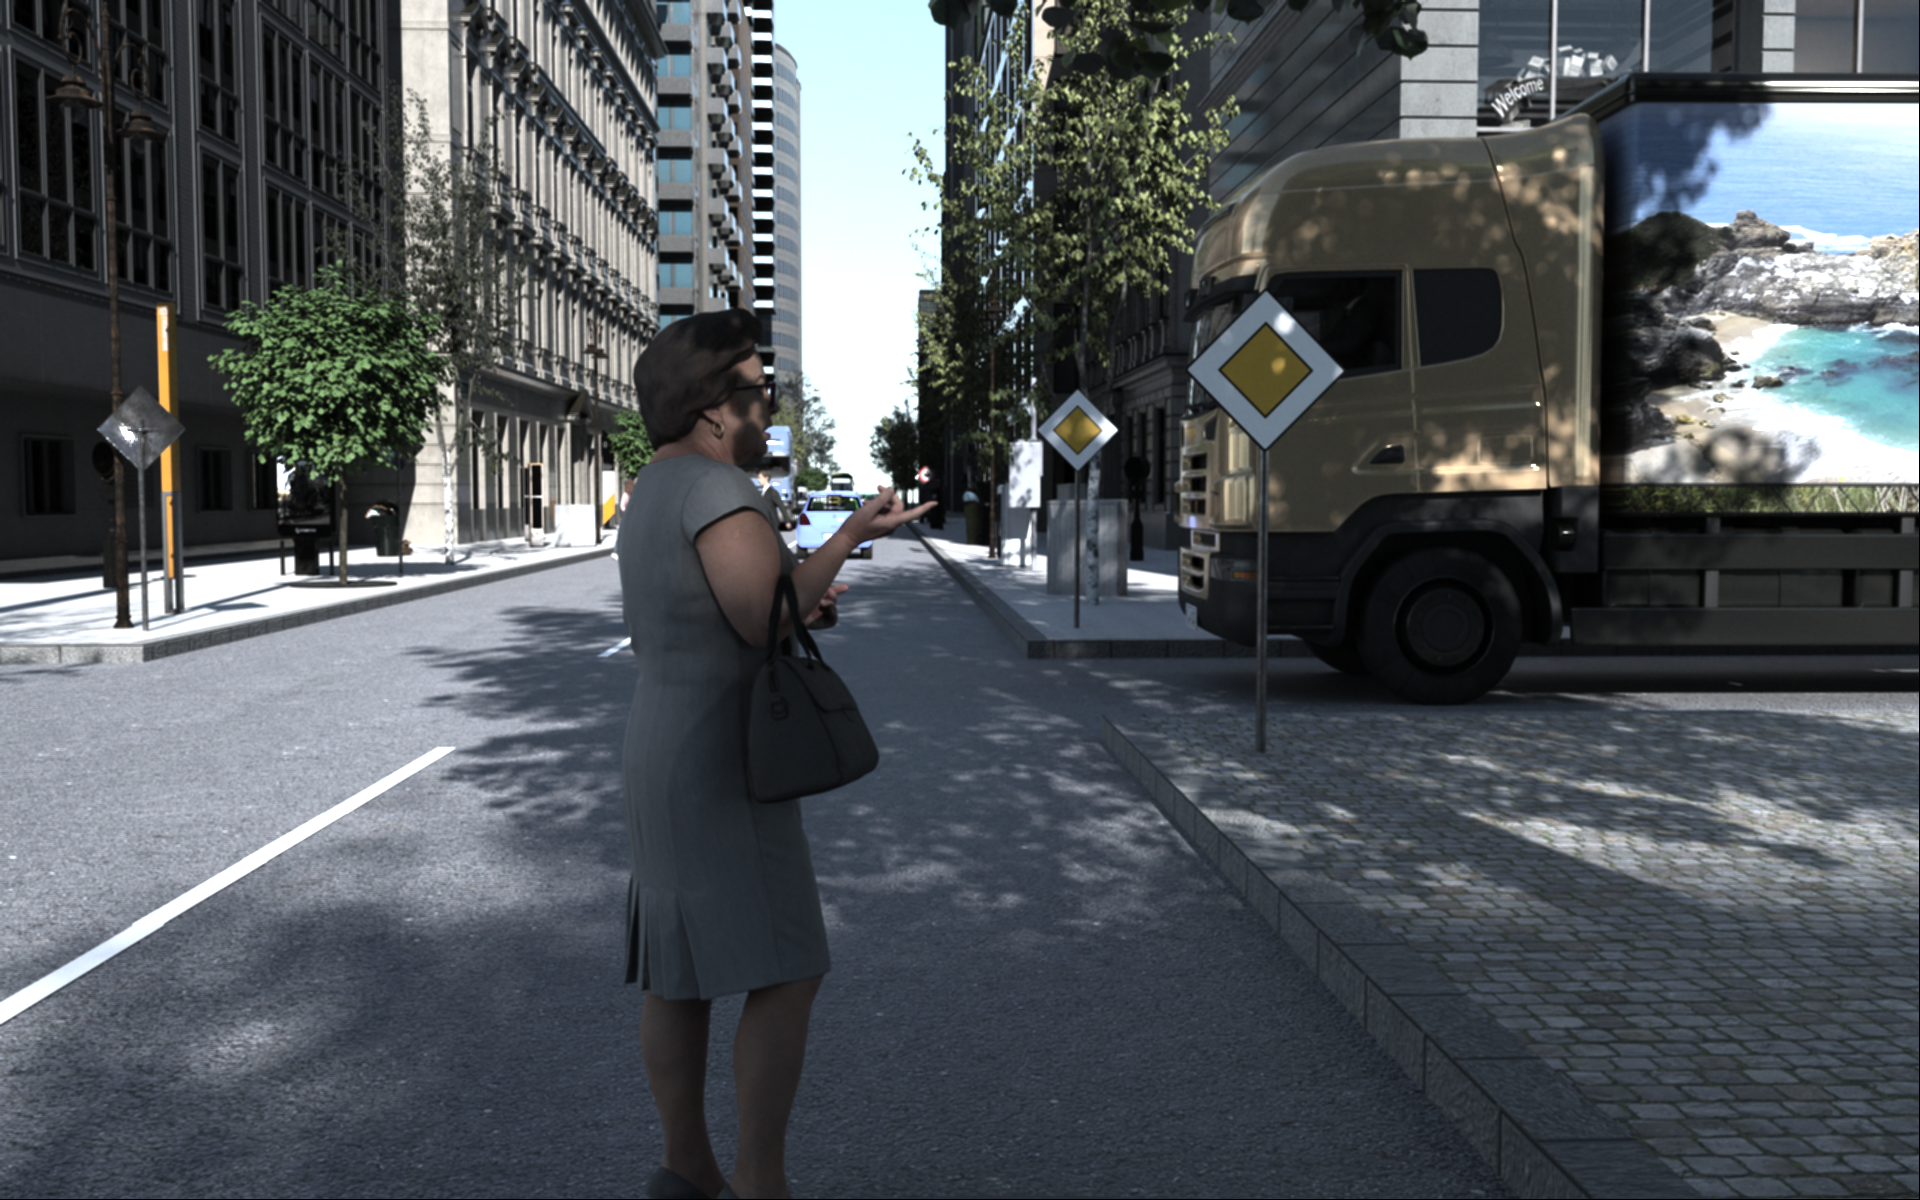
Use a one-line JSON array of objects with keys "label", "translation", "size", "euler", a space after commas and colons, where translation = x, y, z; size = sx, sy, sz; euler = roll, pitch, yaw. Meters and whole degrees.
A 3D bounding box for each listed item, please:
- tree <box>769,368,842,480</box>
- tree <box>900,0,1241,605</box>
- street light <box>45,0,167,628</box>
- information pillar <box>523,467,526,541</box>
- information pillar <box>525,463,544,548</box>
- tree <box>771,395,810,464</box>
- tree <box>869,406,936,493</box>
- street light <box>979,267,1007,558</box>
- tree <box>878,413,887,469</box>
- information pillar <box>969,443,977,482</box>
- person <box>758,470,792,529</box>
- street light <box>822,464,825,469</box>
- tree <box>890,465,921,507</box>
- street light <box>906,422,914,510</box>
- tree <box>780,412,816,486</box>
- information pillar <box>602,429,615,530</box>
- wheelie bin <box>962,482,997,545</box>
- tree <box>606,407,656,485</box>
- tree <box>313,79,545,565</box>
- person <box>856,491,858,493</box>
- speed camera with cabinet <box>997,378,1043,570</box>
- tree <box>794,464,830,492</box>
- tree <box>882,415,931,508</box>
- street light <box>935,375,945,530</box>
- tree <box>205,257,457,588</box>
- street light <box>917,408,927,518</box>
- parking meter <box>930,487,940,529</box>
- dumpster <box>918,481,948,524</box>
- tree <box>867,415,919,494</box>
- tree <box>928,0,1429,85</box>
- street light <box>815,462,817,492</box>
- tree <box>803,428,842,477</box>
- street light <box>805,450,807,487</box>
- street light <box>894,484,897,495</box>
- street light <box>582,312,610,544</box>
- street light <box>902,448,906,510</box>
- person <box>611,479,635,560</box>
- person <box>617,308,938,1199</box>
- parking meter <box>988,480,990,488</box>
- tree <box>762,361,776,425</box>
[{"label": "tree", "translation": [-16.101, -15.721, 167.414], "size": [12.009, 13.543, 11.850], "euler": [0, 3, 0]}, {"label": "tree", "translation": [1.476, -4.264, 20.081], "size": [4.737, 8.622, 4.395], "euler": [0, 3, 0]}, {"label": "street light", "translation": [-8.026, -2.670, 16.444], "size": [0.468, 5.910, 1.993], "euler": [0, 4, -3]}, {"label": "information pillar", "translation": [-11.583, -2.589, 46.830], "size": [0.304, 2.012, 0.304], "euler": [-3, 5, -41]}, {"label": "information pillar", "translation": [-10.196, -2.272, 41.639], "size": [0.304, 2.012, 0.304], "euler": [-2, 4, -23]}, {"label": "tree", "translation": [-13.611, -10.887, 128.372], "size": [4.737, 8.622, 4.395], "euler": [0, 3, 0]}, {"label": "tree", "translation": [-6.147, -15.258, 183.887], "size": [7.601, 10.594, 8.767], "euler": [-1, 4, -20]}, {"label": "street light", "translation": [0.642, -3.769, 34.410], "size": [0.468, 5.910, 1.993], "euler": [0, 4, -3]}, {"label": "tree", "translation": [0.410, -5.913, 47.036], "size": [4.737, 8.622, 4.395], "euler": [0, 3, 0]}, {"label": "information pillar", "translation": [0.575, -5.350, 78.832], "size": [0.504, 3.616, 0.183], "euler": [3, 5, 44]}, {"label": "person", "translation": [-3.433, -1.373, 30.729], "size": [0.755, 1.850, 0.659], "euler": [-2, 4, -26]}, {"label": "street light", "translation": [-18.359, -15.891, 232.611], "size": [0.468, 5.910, 1.993], "euler": [0, 4, -3]}, {"label": "tree", "translation": [-5.371, -11.700, 175.004], "size": [4.285, 4.588, 4.351], "euler": [0, 3, 0]}, {"label": "street light", "translation": [-3.024, -8.456, 111.046], "size": [0.468, 5.910, 1.993], "euler": [0, 4, -3]}, {"label": "tree", "translation": [-14.854, -12.404, 153.168], "size": [4.360, 8.622, 3.978], "euler": [0, 3, 0]}, {"label": "information pillar", "translation": [-12.658, -4.341, 62.331], "size": [0.504, 3.616, 0.183], "euler": [2, 4, 28]}, {"label": "wheelie bin", "translation": [0.472, -2.188, 43.682], "size": [0.693, 1.594, 0.980], "euler": [2, 4, 33]}, {"label": "tree", "translation": [-10.009, -4.478, 56.929], "size": [4.285, 4.588, 4.351], "euler": [0, 3, 0]}, {"label": "tree", "translation": [-9.297, -4.929, 30.950], "size": [4.360, 8.622, 3.978], "euler": [0, 3, 0]}, {"label": "person", "translation": [-13.197, -13.012, 221.267], "size": [0.705, 1.821, 1.348], "euler": [2, 4, 27]}, {"label": "speed camera with cabinet", "translation": [1.015, -2.192, 30.182], "size": [0.660, 3.252, 2.038], "euler": [0, 4, -4]}, {"label": "tree", "translation": [-17.416, -13.977, 212.235], "size": [4.285, 4.588, 4.351], "euler": [0, 3, 0]}, {"label": "tree", "translation": [-4.798, -12.443, 153.811], "size": [4.360, 8.622, 3.978], "euler": [0, 3, 0]}, {"label": "street light", "translation": [-0.669, -5.478, 62.352], "size": [0.468, 5.910, 1.993], "euler": [0, 4, -3]}, {"label": "tree", "translation": [-8.708, -2.471, 24.116], "size": [4.285, 4.588, 4.351], "euler": [0, 3, 0]}, {"label": "street light", "translation": [-2.002, -7.244, 91.235], "size": [0.468, 5.910, 1.993], "euler": [0, 4, -3]}, {"label": "parking meter", "translation": [-0.922, -3.417, 64.285], "size": [0.372, 1.533, 0.369], "euler": [0, 3, 0]}, {"label": "dumpster", "translation": [-1.173, -4.294, 75.963], "size": [1.264, 1.857, 1.865], "euler": [0, 4, -3]}, {"label": "tree", "translation": [-8.653, -18.497, 228.176], "size": [9.928, 11.665, 9.643], "euler": [0, 3, 0]}, {"label": "tree", "translation": [2.481, -5.839, 2.119], "size": [9.857, 13.997, 8.962], "euler": [0, 3, 0]}, {"label": "street light", "translation": [-16.960, -14.157, 204.254], "size": [0.468, 5.910, 1.993], "euler": [0, 4, -3]}, {"label": "tree", "translation": [-20.144, -19.036, 245.656], "size": [7.601, 10.594, 8.767], "euler": [-3, 5, -44]}, {"label": "street light", "translation": [-15.640, -12.471, 176.691], "size": [0.468, 5.910, 1.993], "euler": [0, 4, -3]}, {"label": "street light", "translation": [-6.899, -13.576, 194.751], "size": [0.468, 5.910, 1.993], "euler": [0, 4, -3]}, {"label": "street light", "translation": [-9.273, -4.368, 44.213], "size": [0.468, 5.910, 1.993], "euler": [0, 4, -3]}, {"label": "street light", "translation": [-4.332, -10.215, 139.809], "size": [0.468, 5.910, 1.993], "euler": [0, 4, -3]}, {"label": "person", "translation": [-7.294, -1.761, 37.890], "size": [0.643, 1.750, 0.593], "euler": [1, 4, 18]}, {"label": "person", "translation": [-0.342, 0.342, 3.260], "size": [0.532, 1.782, 0.716], "euler": [-2, 4, -28]}, {"label": "parking meter", "translation": [1.309, -4.092, 72.609], "size": [0.255, 1.863, 0.399], "euler": [0, 4, 3]}, {"label": "tree", "translation": [-11.797, -8.440, 88.359], "size": [4.360, 8.622, 3.978], "euler": [0, 3, 0]}]
